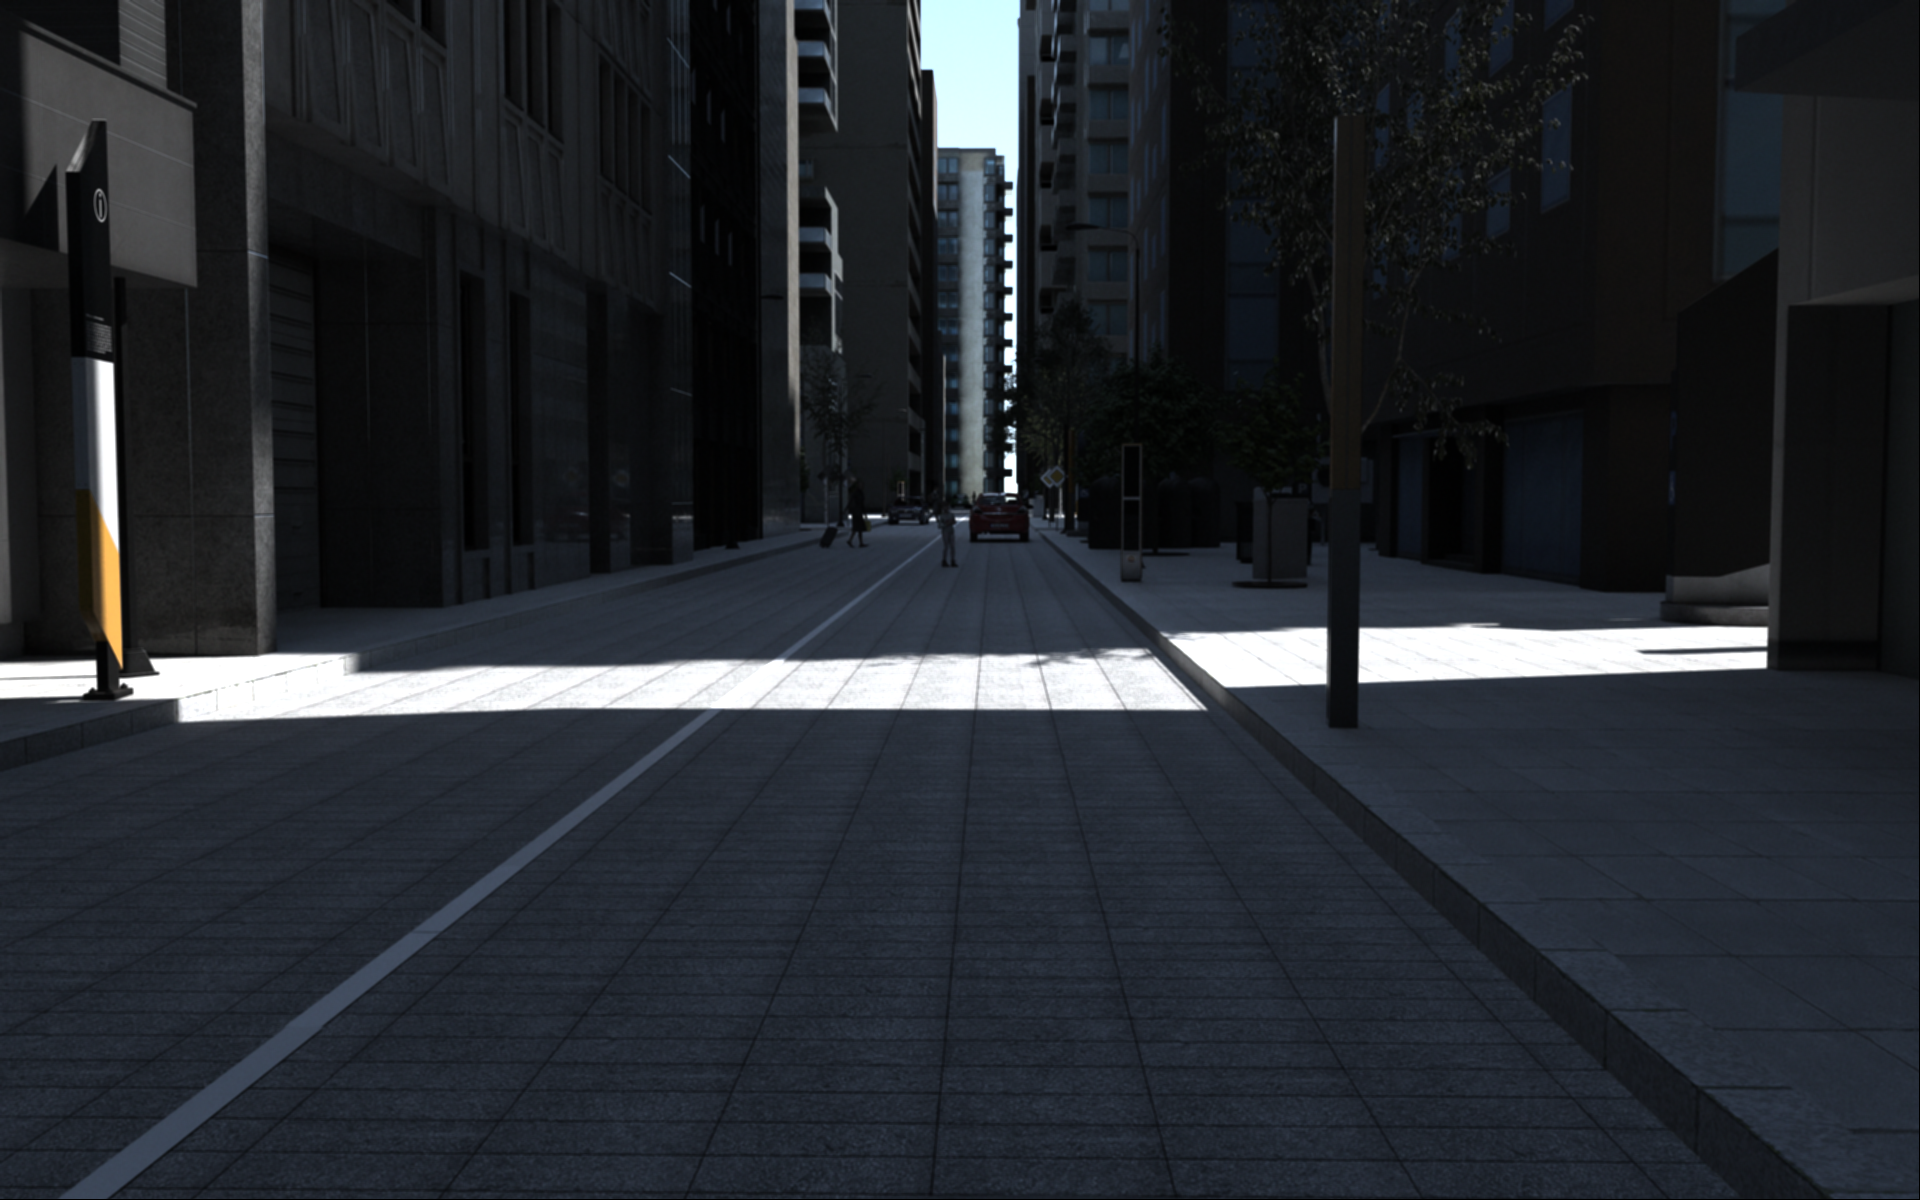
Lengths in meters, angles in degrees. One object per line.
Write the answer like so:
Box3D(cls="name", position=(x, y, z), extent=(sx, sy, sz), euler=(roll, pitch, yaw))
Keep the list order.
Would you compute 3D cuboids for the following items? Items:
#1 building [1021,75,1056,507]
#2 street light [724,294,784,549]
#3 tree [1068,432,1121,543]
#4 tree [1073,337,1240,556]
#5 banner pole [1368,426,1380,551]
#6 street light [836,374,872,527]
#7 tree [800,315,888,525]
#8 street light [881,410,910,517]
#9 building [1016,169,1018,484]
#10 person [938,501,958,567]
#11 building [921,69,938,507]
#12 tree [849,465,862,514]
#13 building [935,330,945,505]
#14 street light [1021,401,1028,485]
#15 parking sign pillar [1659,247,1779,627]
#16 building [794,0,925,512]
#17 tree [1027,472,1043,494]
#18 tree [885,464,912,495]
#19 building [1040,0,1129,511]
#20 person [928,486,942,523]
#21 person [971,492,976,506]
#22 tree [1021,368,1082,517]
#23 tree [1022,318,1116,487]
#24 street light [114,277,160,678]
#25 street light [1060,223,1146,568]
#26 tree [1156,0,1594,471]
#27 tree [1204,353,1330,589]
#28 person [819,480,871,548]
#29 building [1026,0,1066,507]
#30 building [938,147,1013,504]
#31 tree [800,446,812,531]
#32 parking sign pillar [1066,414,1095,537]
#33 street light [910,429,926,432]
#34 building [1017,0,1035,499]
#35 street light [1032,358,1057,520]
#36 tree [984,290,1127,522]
Box3D(cls="building", position=(13.816, -32.551, 182.323), extent=(14.600, 45.320, 14.200), euler=(0, 4, 1))
Box3D(cls="street light", position=(-4.790, -4.148, 40.364), extent=(1.470, 5.913, 1.316), euler=(0, 4, 1))
Box3D(cls="tree", position=(3.623, -3.128, 45.750), extent=(1.663, 3.219, 1.824), euler=(0, 3, 0))
Box3D(cls="tree", position=(4.058, -3.226, 36.462), extent=(4.285, 4.588, 4.351), euler=(0, 3, 0))
Box3D(cls="banner pole", position=(9.664, -3.011, 39.246), extent=(0.401, 3.779, 0.863), euler=(-3, 4, -36))
Box3D(cls="street light", position=(-4.108, -5.799, 67.355), extent=(1.470, 5.913, 1.316), euler=(0, 4, 1))
Box3D(cls="tree", position=(-5.346, -7.449, 72.151), extent=(4.360, 8.622, 3.978), euler=(0, 3, 0))
Box3D(cls="street light", position=(-3.658, -7.524, 95.564), extent=(1.470, 5.913, 1.316), euler=(0, 4, 1))
Box3D(cls="building", position=(14.675, -35.584, 231.914), extent=(14.200, 45.320, 14.600), euler=(0, 4, 1))
Box3D(cls="person", position=(-0.214, -1.300, 34.039), extent=(0.394, 1.301, 0.425), euler=(3, 5, 41))
Box3D(cls="building", position=(-9.414, -32.418, 180.142), extent=(14.600, 45.320, 14.200), euler=(0, 4, 1))
Box3D(cls="tree", position=(-7.196, -7.229, 112.802), extent=(1.663, 3.219, 1.824), euler=(0, 3, 0))
Box3D(cls="building", position=(-16.607, -22.055, 205.634), extent=(28.899, 21.520, 27.650), euler=(0, 4, 1))
Box3D(cls="street light", position=(3.704, -6.946, 86.104), extent=(1.470, 5.913, 1.316), euler=(0, 4, 1))
Box3D(cls="parking sign pillar", position=(7.828, -1.765, 17.336), extent=(1.447, 3.967, 1.447), euler=(1, 4, 12))
Box3D(cls="building", position=(-14.126, -51.605, 156.417), extent=(22.319, 86.520, 31.000), euler=(0, 4, 1))
Box3D(cls="tree", position=(6.534, -9.262, 146.035), extent=(1.663, 3.219, 1.824), euler=(0, 3, 0))
Box3D(cls="tree", position=(-4.080, -7.196, 112.249), extent=(1.663, 3.219, 1.824), euler=(0, 3, 0))
Box3D(cls="building", position=(18.044, -30.986, 126.236), extent=(23.786, 49.044, 30.456), euler=(0, 4, 1))
Box3D(cls="person", position=(-1.287, -4.798, 86.912), extent=(0.822, 1.834, 0.622), euler=(0, 4, -2))
Box3D(cls="person", position=(1.610, -12.084, 206.904), extent=(0.721, 1.723, 1.217), euler=(2, 4, 28))
Box3D(cls="tree", position=(5.431, -8.998, 97.486), extent=(4.737, 8.622, 4.395), euler=(0, 3, 0))
Box3D(cls="tree", position=(4.801, -7.423, 71.728), extent=(4.360, 8.622, 3.978), euler=(0, 3, 0))
Box3D(cls="street light", position=(-5.319, -2.416, 12.045), extent=(1.470, 5.913, 1.316), euler=(0, 4, 1))
Box3D(cls="street light", position=(2.499, -3.502, 29.804), extent=(1.470, 5.913, 1.316), euler=(0, 4, 1))
Box3D(cls="tree", position=(3.948, -4.108, 17.521), extent=(4.360, 8.622, 3.978), euler=(0, 3, 0))
Box3D(cls="tree", position=(4.411, -1.788, 23.835), extent=(1.663, 3.219, 1.824), euler=(0, 3, 0))
Box3D(cls="person", position=(-3.061, -2.310, 46.479), extent=(1.509, 1.804, 0.699), euler=(-2, 4, -26))
Box3D(cls="building", position=(20.641, -34.961, 160.857), extent=(28.713, 52.752, 27.495), euler=(0, 4, 1))
Box3D(cls="building", position=(-8.002, -37.775, 237.228), extent=(30.456, 49.044, 23.786), euler=(0, 4, 1))
Box3D(cls="tree", position=(-5.709, -4.051, 60.828), extent=(1.663, 3.219, 1.824), euler=(0, 3, 0))
Box3D(cls="parking sign pillar", position=(3.929, -3.902, 52.272), extent=(1.447, 3.967, 1.447), euler=(1, 4, 20))
Box3D(cls="street light", position=(-3.089, -9.220, 123.293), extent=(1.470, 5.913, 1.316), euler=(0, 4, 1))
Box3D(cls="building", position=(17.285, -40.444, 203.255), extent=(21.231, 58.520, 28.212), euler=(0, 4, 1))
Box3D(cls="street light", position=(3.152, -5.303, 59.249), extent=(1.470, 5.913, 1.316), euler=(0, 4, 1))
Box3D(cls="tree", position=(4.511, -8.847, 79.063), extent=(7.601, 10.594, 8.767), euler=(1, 4, 22))
